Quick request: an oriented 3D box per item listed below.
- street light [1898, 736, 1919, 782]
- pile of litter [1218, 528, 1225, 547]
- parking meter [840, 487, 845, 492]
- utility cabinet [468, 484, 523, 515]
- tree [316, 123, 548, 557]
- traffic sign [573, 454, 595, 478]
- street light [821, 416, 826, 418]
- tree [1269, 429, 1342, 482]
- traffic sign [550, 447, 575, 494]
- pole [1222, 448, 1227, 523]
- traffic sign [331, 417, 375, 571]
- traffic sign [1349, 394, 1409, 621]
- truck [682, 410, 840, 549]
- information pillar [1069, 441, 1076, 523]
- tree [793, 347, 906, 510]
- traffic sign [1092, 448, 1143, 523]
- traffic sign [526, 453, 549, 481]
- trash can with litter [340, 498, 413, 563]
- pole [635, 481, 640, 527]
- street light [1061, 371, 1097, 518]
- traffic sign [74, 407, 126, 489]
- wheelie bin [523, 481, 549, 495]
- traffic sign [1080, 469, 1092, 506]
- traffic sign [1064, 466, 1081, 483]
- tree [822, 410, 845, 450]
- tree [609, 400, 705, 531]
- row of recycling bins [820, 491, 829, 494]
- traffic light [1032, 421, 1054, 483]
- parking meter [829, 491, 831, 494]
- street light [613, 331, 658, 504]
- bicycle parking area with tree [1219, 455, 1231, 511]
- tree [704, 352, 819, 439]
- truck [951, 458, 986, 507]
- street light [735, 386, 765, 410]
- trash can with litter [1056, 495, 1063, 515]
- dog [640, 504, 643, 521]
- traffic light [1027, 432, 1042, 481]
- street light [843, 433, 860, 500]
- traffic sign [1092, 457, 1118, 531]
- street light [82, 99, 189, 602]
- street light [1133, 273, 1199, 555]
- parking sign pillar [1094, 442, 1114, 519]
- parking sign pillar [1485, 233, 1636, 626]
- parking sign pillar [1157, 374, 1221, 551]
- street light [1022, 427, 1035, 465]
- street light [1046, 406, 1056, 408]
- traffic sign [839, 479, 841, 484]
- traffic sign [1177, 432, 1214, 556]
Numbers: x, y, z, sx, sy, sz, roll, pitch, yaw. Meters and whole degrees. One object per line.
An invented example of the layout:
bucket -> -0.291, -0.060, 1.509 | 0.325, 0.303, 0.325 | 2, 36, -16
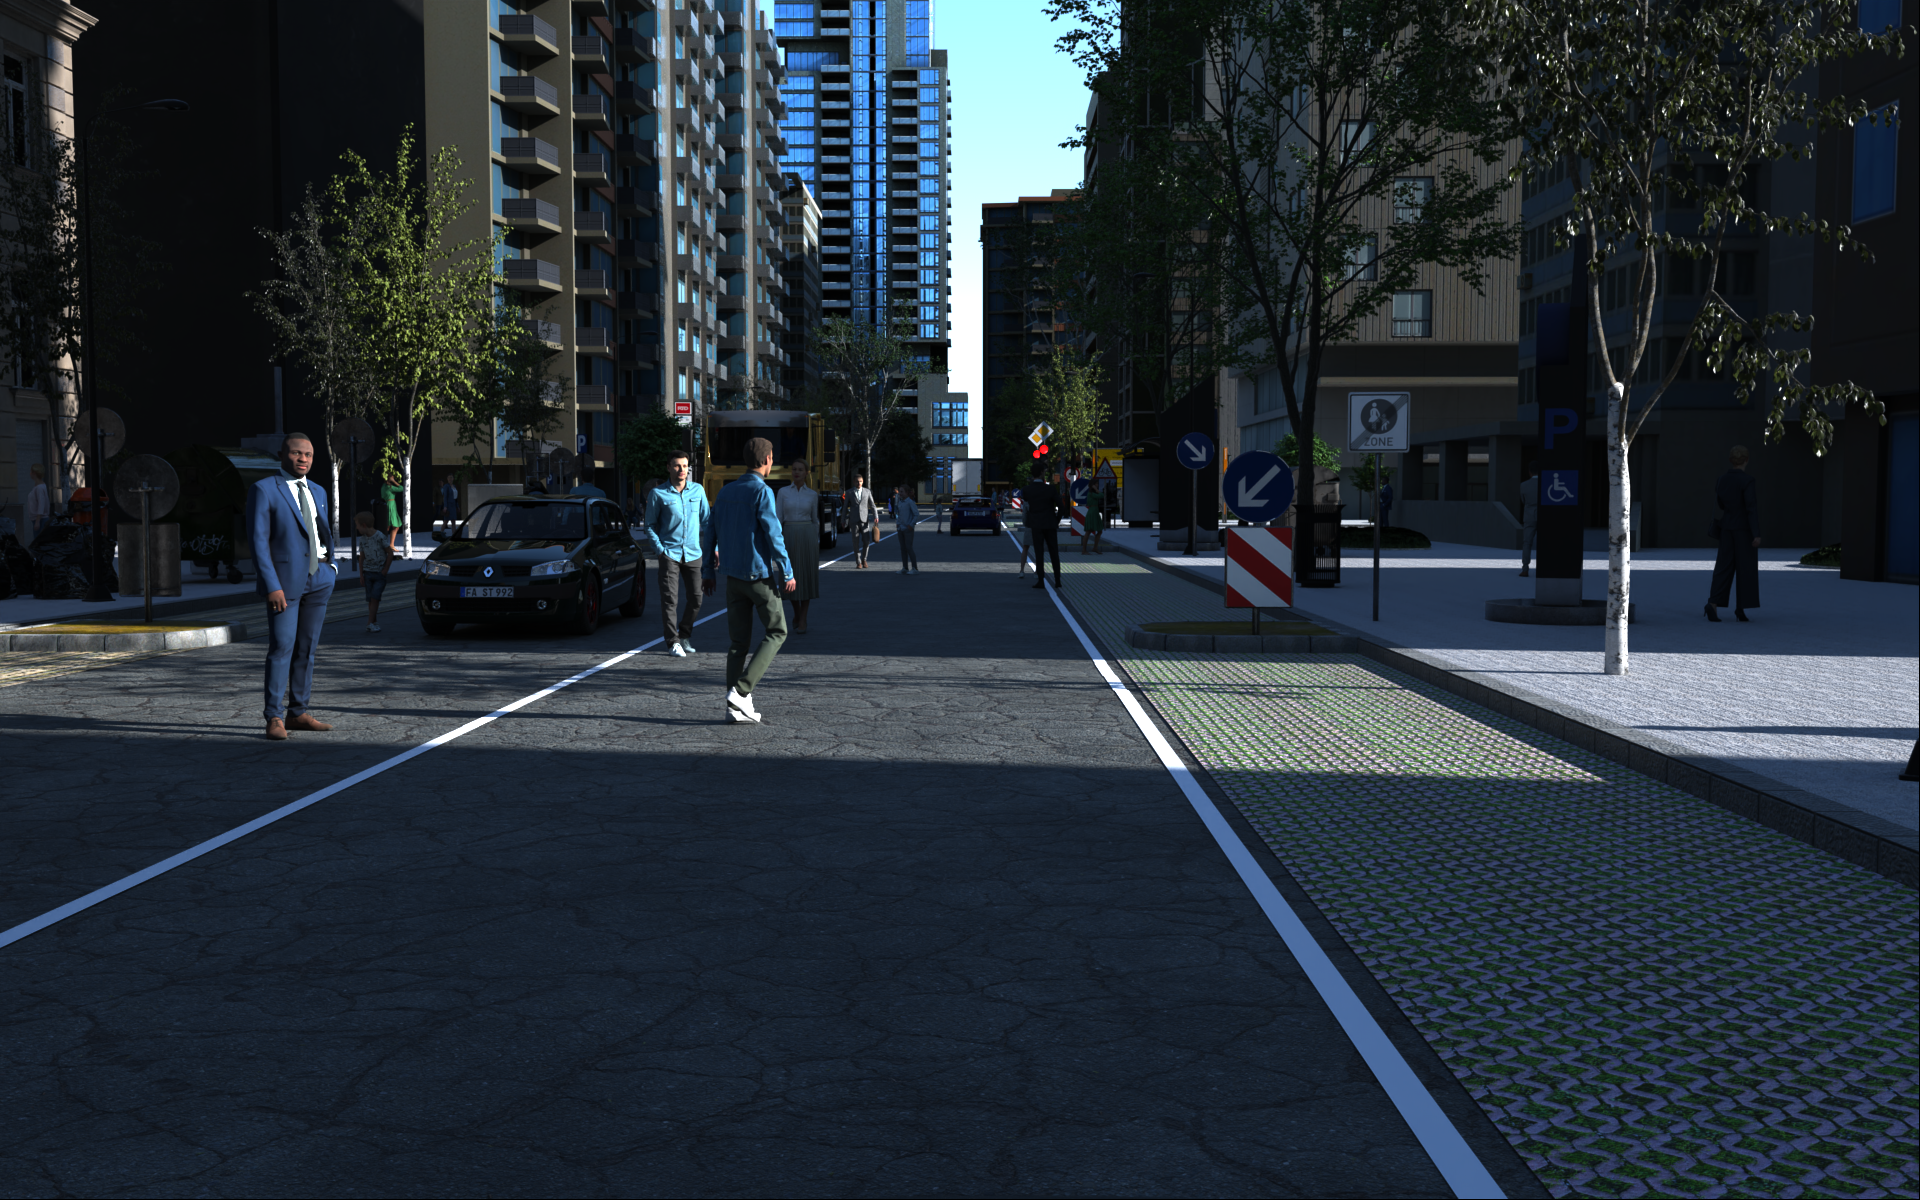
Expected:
street light -> 3.857, -2.147, 7.642 | 1.470, 5.913, 1.316 | 0, 4, 1
pile of litter -> 6.021, -1.730, 42.249 | 1.719, 0.858, 1.176 | 1, 4, 15
parking meter -> -9.229, -7.969, 136.004 | 0.399, 1.863, 0.255 | 2, 4, 27
utility cabinet -> -10.241, -1.807, 38.229 | 1.173, 1.500, 0.318 | -1, 4, -14
tree -> -11.209, -5.206, 35.474 | 4.737, 8.622, 4.395 | 0, 3, 0
traffic sign -> -11.803, -3.312, 54.254 | 0.768, 2.556, 0.104 | 0, 4, 6
street light -> -8.694, -8.000, 103.333 | 1.470, 5.913, 1.316 | 0, 4, 1
tree -> 15.327, -5.758, 77.857 | 4.285, 4.588, 4.351 | 0, 3, 0
traffic sign -> -10.873, -2.884, 47.266 | 0.768, 2.556, 0.104 | 0, 4, 7
pole -> 11.628, -5.029, 76.063 | 0.158, 3.312, 0.155 | 0, 3, 0
traffic sign -> -10.065, -1.750, 28.712 | 0.768, 2.556, 0.104 | 0, 4, 7
traffic sign -> 4.201, -0.937, 17.443 | 0.606, 2.300, 0.079 | 0, 4, 7
truck -> -4.568, -2.872, 42.878 | 3.469, 3.379, 9.791 | 0, 4, 0
information pillar -> 5.008, -5.221, 76.726 | 0.183, 3.616, 0.504 | -1, 4, -15
tree -> -9.646, -14.262, 143.553 | 12.009, 13.543, 11.850 | 0, 3, 0
traffic sign -> 6.950, -5.053, 76.484 | 2.265, 3.308, 0.079 | 1, 4, 9
traffic sign -> -10.489, -2.503, 43.053 | 0.606, 2.300, 0.079 | 1, 4, 10
trash can with litter -> -11.394, -1.359, 33.272 | 1.678, 1.210, 2.233 | 0, 4, 3
pole -> -12.478, -4.475, 67.013 | 0.158, 3.312, 0.155 | 0, 3, 0
street light -> 4.630, -5.701, 65.757 | 1.470, 5.913, 1.316 | 0, 4, 1
traffic sign -> -12.582, -1.544, 25.343 | 0.768, 2.556, 0.104 | 0, 4, 2
wheelie bin -> -10.332, -2.098, 42.214 | 0.693, 1.594, 0.980 | -3, 5, -41
traffic sign -> 6.365, -5.384, 88.139 | 0.768, 2.556, 0.104 | 0, 4, 4
traffic sign -> 5.104, -4.812, 78.784 | 0.768, 2.556, 0.104 | 1, 4, 9
tree -> -10.199, -10.304, 118.834 | 4.360, 8.622, 3.978 | 0, 3, 0
tree -> -10.546, -4.698, 60.527 | 4.285, 4.588, 4.351 | 0, 3, 0
row of recycling bins -> -9.324, -6.542, 114.077 | 1.069, 1.692, 3.534 | 1, 4, 10
traffic light -> 3.178, -4.731, 66.279 | 0.839, 4.253, 0.868 | 0, 4, 1
parking meter -> -10.887, -8.242, 143.173 | 0.372, 1.533, 0.369 | 0, 3, 0
street light -> -9.305, -4.706, 49.484 | 1.470, 5.913, 1.316 | 0, 4, 1
bicycle parking area with tree -> 22.155, -8.531, 126.476 | 8.231, 4.147, 9.016 | 2, 4, 26
tree -> -10.440, -8.603, 91.015 | 4.360, 8.622, 3.978 | 0, 3, 0
truck -> 0.639, -9.263, 140.357 | 2.839, 4.237, 11.283 | 0, 4, 1
street light -> -9.085, -6.235, 74.490 | 1.470, 5.913, 1.316 | 0, 4, 1
trash can with litter -> 6.243, -5.858, 106.829 | 1.678, 1.210, 2.233 | -1, 4, -9
dog -> -15.349, -4.177, 82.670 | 0.513, 0.831, 0.800 | 3, 4, 37
traffic light -> 3.278, -5.220, 74.263 | 0.839, 4.253, 0.868 | 0, 4, 1
street light -> -8.330, -9.764, 132.177 | 1.470, 5.913, 1.316 | 0, 4, 1
traffic sign -> 5.072, -3.702, 60.524 | 0.884, 2.594, 0.081 | 1, 4, 9
street light -> -9.775, -2.936, 20.553 | 1.470, 5.913, 1.316 | 0, 4, 1
street light -> 4.335, -3.911, 36.485 | 1.470, 5.913, 1.316 | 0, 4, 1
parking sign pillar -> 7.417, -6.256, 90.751 | 1.447, 3.967, 1.447 | 2, 4, 26
parking sign pillar -> 6.084, -1.774, 17.472 | 1.447, 3.967, 1.447 | 1, 4, 21
parking sign pillar -> 5.233, -3.121, 39.502 | 1.447, 3.967, 1.447 | 2, 4, 33
street light -> 5.228, -9.038, 120.311 | 1.470, 5.913, 1.316 | 0, 4, 1
street light -> 5.050, -7.258, 91.206 | 1.470, 5.913, 1.316 | 0, 4, 1
traffic sign -> -9.533, -8.120, 132.871 | 0.768, 2.556, 0.104 | 0, 4, 5
traffic sign -> 4.849, -2.177, 35.704 | 0.768, 2.556, 0.104 | 1, 4, 10
